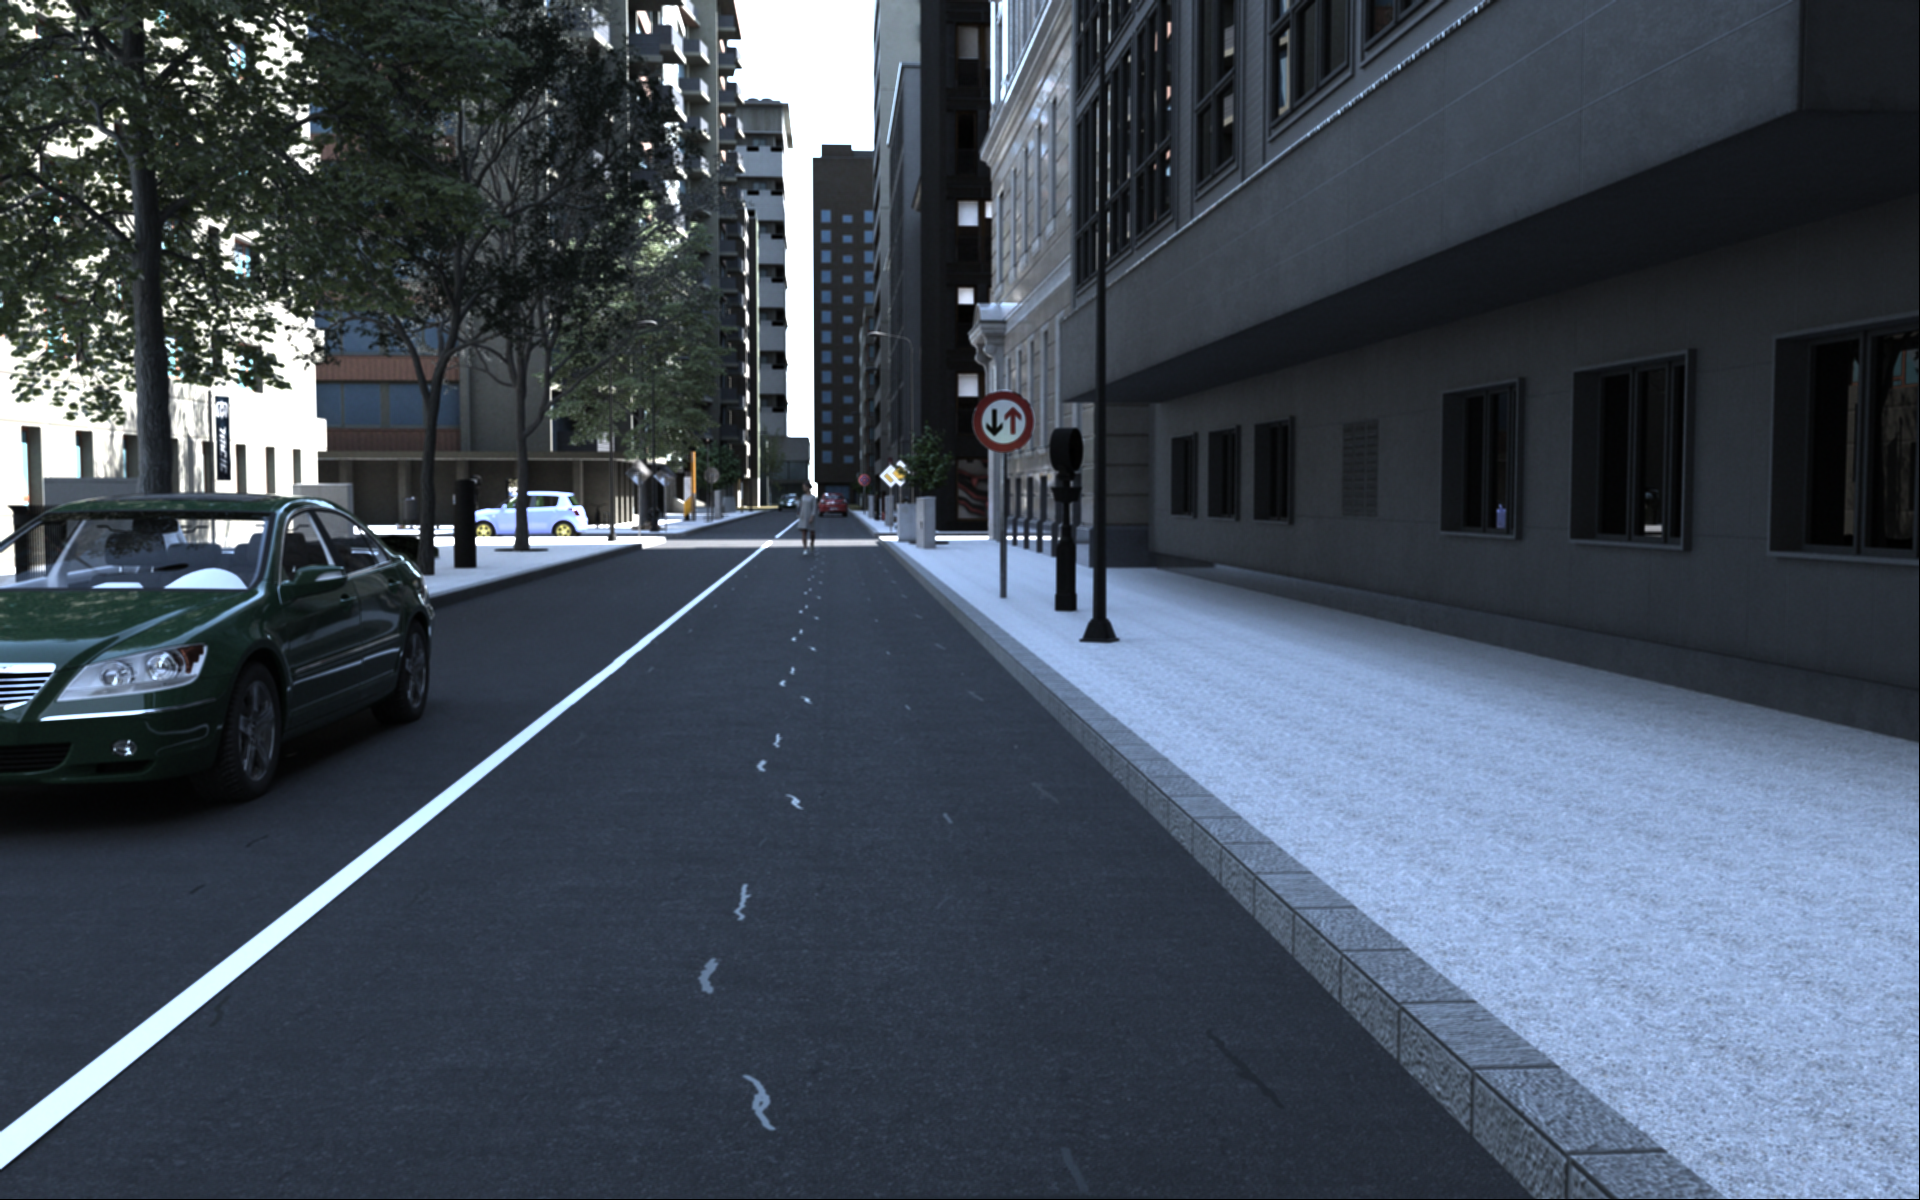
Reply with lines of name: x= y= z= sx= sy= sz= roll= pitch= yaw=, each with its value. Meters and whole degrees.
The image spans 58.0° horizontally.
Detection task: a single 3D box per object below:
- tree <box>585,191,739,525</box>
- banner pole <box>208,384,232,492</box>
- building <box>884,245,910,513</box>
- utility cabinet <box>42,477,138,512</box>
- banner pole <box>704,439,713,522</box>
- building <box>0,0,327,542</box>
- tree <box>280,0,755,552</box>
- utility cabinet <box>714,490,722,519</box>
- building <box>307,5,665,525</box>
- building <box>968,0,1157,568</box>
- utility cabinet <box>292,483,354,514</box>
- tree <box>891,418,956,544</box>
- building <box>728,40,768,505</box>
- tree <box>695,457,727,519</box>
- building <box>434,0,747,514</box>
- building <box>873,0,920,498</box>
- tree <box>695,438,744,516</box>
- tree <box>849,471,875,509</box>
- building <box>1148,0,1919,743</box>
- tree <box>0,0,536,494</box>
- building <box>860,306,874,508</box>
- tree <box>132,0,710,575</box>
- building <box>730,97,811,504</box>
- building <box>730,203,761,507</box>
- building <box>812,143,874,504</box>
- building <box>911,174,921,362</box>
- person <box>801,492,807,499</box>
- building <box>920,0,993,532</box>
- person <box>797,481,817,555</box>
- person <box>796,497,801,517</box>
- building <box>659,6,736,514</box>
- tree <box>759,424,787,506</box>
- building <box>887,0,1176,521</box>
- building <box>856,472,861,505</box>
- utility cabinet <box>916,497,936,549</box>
tree: x=-12.091 y=-8.983 z=64.992 sx=7.486 sy=12.596 sz=7.792 roll=0 pitch=3 yaw=0
banner pole: x=-16.618 y=-2.986 z=38.830 sx=0.401 sy=3.779 sz=0.863 roll=1 pitch=4 yaw=17
building: x=-0.305 y=-16.867 z=124.926 sx=9.793 sy=20.994 sz=18.267 roll=0 pitch=4 yaw=-4
utility cabinet: x=-11.734 y=-0.904 z=23.455 sx=1.173 sy=1.500 sz=0.318 roll=-2 pitch=4 yaw=-30
banner pole: x=-11.593 y=-5.484 z=79.673 sx=0.401 sy=3.779 sz=0.863 roll=0 pitch=4 yaw=-5
building: x=-31.358 y=-11.546 z=33.816 sx=28.899 sy=21.520 sz=27.650 roll=0 pitch=4 yaw=-4
tree: x=-9.735 y=-7.847 z=38.664 sx=12.009 sy=13.543 sz=11.850 roll=0 pitch=3 yaw=0
utility cabinet: x=-12.338 y=-4.863 z=88.185 sx=0.318 sy=1.500 sz=1.173 roll=0 pitch=4 yaw=-3
building: x=-24.842 y=-26.178 z=82.638 sx=22.147 sy=44.769 sz=28.867 roll=0 pitch=4 yaw=-4
building: x=7.728 y=-15.506 z=39.429 sx=13.634 sy=28.700 sz=20.117 roll=0 pitch=4 yaw=-4
utility cabinet: x=-13.222 y=-1.668 z=35.957 sx=1.173 sy=1.500 sz=0.318 roll=0 pitch=4 yaw=3
tree: x=-0.945 y=-3.059 z=44.608 sx=1.663 sy=3.219 sz=1.824 roll=0 pitch=3 yaw=0
building: x=-37.687 y=-53.855 z=193.205 sx=31.000 sy=86.520 sz=22.319 roll=0 pitch=4 yaw=-4
tree: x=-12.921 y=-5.882 z=90.764 sx=1.663 sy=3.219 sz=1.824 roll=0 pitch=3 yaw=0
building: x=-29.611 y=-30.053 z=145.985 sx=22.147 sy=44.769 sz=28.867 roll=0 pitch=4 yaw=-4
building: x=3.516 y=-32.080 z=148.202 sx=21.300 sy=48.544 sz=21.600 roll=0 pitch=4 yaw=-4
tree: x=-14.377 y=-7.236 z=102.017 sx=4.285 sy=4.588 sz=4.351 roll=0 pitch=3 yaw=0
tree: x=-8.491 y=-9.397 z=148.244 sx=1.663 sy=3.219 sz=1.824 roll=0 pitch=3 yaw=0
building: x=9.581 y=-13.700 z=17.509 sx=14.314 sy=27.812 sz=24.014 roll=0 pitch=4 yaw=-4
tree: x=-8.218 y=-6.067 z=17.328 sx=7.486 sy=12.596 sz=7.792 roll=0 pitch=3 yaw=0
building: x=4.019 y=-20.141 z=174.336 sx=27.650 sy=21.520 sz=28.899 roll=0 pitch=4 yaw=-4
tree: x=-8.381 y=-5.652 z=26.830 sx=8.767 sy=10.594 sz=7.601 roll=-1 pitch=4 yaw=-21
building: x=-33.808 y=-39.188 z=229.959 sx=27.495 sy=52.752 sz=28.713 roll=0 pitch=4 yaw=-4
building: x=-26.833 y=-24.247 z=168.134 sx=14.160 sy=30.474 sz=14.107 roll=0 pitch=4 yaw=-4
building: x=-11.920 y=-35.141 z=224.670 sx=14.200 sy=45.320 sz=14.600 roll=0 pitch=4 yaw=-4
building: x=3.431 y=-13.287 z=81.862 sx=10.561 sy=19.102 sz=19.286 roll=0 pitch=4 yaw=-4
person: x=-14.827 y=-9.714 z=167.847 sx=1.217 sy=1.766 sz=0.721 roll=0 pitch=4 yaw=-1
building: x=6.737 y=-14.403 z=65.169 sx=15.834 sy=23.373 sz=12.332 roll=0 pitch=4 yaw=-4
person: x=-3.624 y=-1.953 z=41.178 sx=0.466 sy=1.731 sz=0.760 roll=0 pitch=4 yaw=-1
person: x=-10.075 y=-5.798 z=107.989 sx=0.352 sy=1.250 sz=0.332 roll=-1 pitch=4 yaw=-12
building: x=-31.832 y=-25.984 z=116.719 sx=32.217 sy=40.220 sz=23.993 roll=0 pitch=4 yaw=-4
tree: x=-19.887 y=-14.106 z=180.992 sx=4.737 sy=8.622 sz=4.395 roll=0 pitch=3 yaw=0
building: x=3.206 y=-18.945 z=103.250 sx=14.314 sy=27.812 sz=24.014 roll=0 pitch=4 yaw=-4
building: x=-1.539 y=-46.447 z=197.665 sx=20.563 sy=71.187 sz=20.611 roll=0 pitch=4 yaw=-4
utility cabinet: x=-0.816 y=-1.826 z=41.019 sx=0.306 sy=1.237 sz=1.020 roll=-1 pitch=4 yaw=-12
